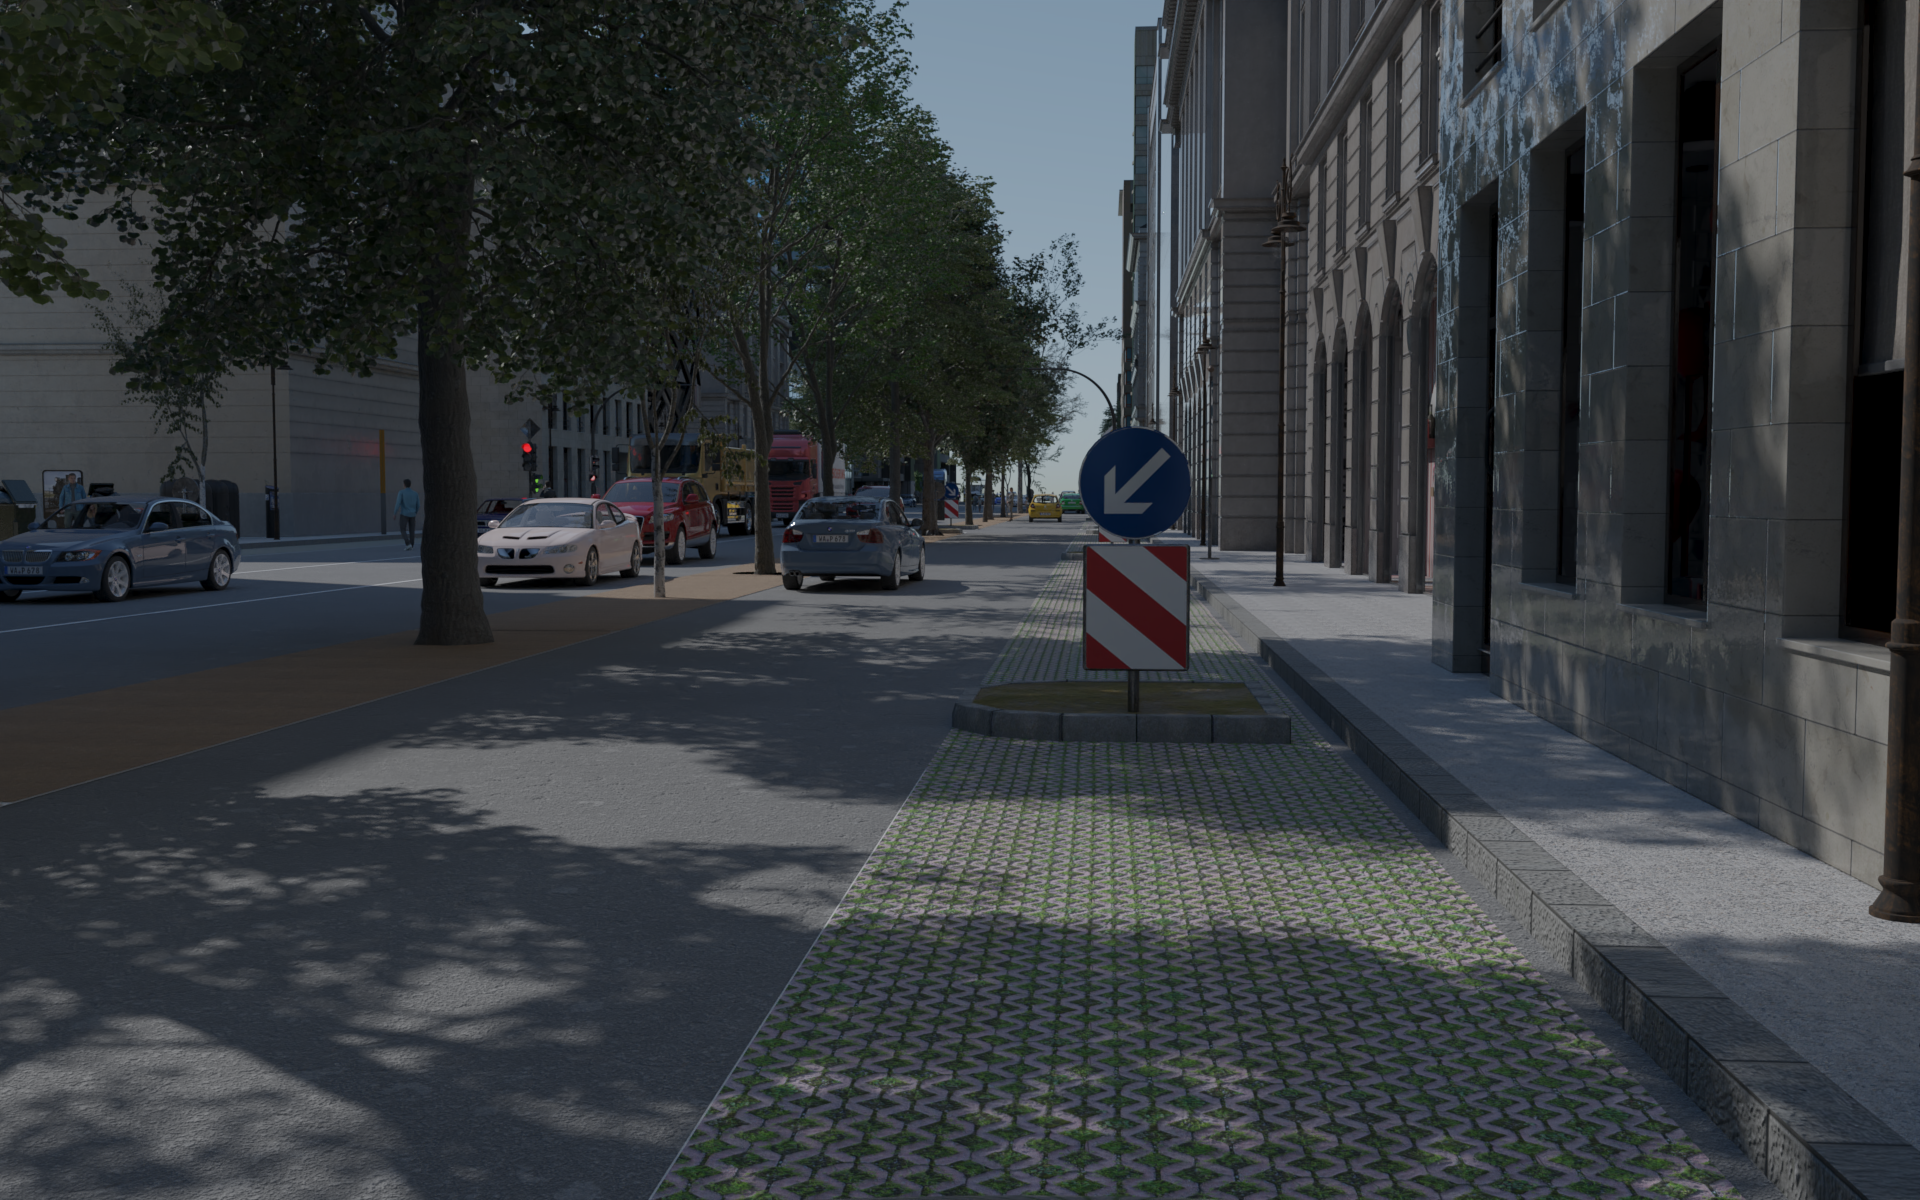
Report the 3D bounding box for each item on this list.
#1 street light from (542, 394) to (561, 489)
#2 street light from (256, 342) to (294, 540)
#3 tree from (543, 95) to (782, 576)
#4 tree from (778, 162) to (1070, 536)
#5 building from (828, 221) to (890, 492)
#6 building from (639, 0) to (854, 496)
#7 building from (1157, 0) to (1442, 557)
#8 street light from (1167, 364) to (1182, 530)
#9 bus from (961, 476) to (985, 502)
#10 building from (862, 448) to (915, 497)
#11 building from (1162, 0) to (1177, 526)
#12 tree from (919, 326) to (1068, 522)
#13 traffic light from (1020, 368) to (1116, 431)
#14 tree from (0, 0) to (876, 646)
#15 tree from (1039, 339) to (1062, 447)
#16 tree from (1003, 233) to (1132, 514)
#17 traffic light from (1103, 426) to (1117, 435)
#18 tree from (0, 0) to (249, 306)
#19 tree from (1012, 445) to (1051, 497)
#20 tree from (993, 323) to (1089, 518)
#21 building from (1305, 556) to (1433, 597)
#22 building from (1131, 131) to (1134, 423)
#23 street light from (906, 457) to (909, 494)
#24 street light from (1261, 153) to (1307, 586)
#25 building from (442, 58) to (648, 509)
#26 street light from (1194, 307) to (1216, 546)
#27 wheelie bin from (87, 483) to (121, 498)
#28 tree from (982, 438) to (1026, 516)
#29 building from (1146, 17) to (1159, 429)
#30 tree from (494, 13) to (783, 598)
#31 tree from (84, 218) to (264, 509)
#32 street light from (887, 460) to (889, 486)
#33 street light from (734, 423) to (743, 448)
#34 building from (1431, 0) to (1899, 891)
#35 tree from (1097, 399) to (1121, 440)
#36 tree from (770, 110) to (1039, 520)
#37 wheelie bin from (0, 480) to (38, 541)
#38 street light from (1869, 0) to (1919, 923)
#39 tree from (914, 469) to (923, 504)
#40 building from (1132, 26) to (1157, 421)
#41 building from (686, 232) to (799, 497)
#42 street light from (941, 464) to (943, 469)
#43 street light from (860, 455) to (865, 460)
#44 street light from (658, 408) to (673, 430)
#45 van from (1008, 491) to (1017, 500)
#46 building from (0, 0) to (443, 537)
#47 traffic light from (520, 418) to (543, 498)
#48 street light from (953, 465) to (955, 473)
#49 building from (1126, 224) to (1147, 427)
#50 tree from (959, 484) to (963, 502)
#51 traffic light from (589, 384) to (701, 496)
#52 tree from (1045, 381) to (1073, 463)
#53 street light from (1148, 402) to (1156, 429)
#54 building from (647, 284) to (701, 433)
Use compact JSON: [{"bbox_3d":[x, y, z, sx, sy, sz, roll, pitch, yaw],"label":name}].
[{"bbox_3d":[-17.208,-6.117,72.798,0.468,5.910,1.993,0,4,5],"label":"street light"},{"bbox_3d":[-19.170,-4.626,48.429,0.468,5.910,1.993,0,4,5],"label":"street light"},{"bbox_3d":[-3.558,-6.256,30.502,9.928,11.665,9.643,0,3,0],"label":"tree"},{"bbox_3d":[-1.070,-8.533,58.980,9.611,12.733,9.660,0,3,0],"label":"tree"},{"bbox_3d":[-23.839,-30.566,191.634,32.217,40.220,23.993,0,4,5],"label":"building"},{"bbox_3d":[-21.413,-51.967,162.338,22.319,86.520,31.000,0,4,5],"label":"building"},{"bbox_3d":[12.657,-12.697,49.391,13.314,21.916,24.055,0,4,5],"label":"building"},{"bbox_3d":[7.621,-5.441,61.741,0.468,5.910,1.993,0,4,5],"label":"street light"},{"bbox_3d":[2.194,-15.148,239.208,2.896,3.916,12.252,0,4,6],"label":"bus"},{"bbox_3d":[-13.207,-26.816,210.137,14.160,30.474,14.107,0,4,5],"label":"building"},{"bbox_3d":[18.751,-15.647,73.851,19.932,24.808,12.078,0,4,5],"label":"building"},{"bbox_3d":[1.223,-9.200,87.287,8.767,10.594,7.601,0,4,5],"label":"tree"},{"bbox_3d":[3.425,-5.360,62.310,4.771,5.953,1.251,0,4,5],"label":"traffic light"},{"bbox_3d":[-4.829,-6.541,16.061,9.857,13.997,8.962,0,3,0],"label":"tree"},{"bbox_3d":[1.704,-10.664,94.936,7.486,12.596,7.792,0,3,0],"label":"tree"},{"bbox_3d":[5.511,-16.270,124.359,12.611,20.169,13.585,0,3,0],"label":"tree"},{"bbox_3d":[6.174,-4.974,70.237,0.839,4.253,0.868,0,4,5],"label":"traffic light"},{"bbox_3d":[-5.577,-5.271,6.773,7.486,12.596,7.792,0,3,0],"label":"tree"},{"bbox_3d":[5.612,-11.697,144.073,4.360,8.622,3.978,0,3,0],"label":"tree"},{"bbox_3d":[2.586,-11.735,104.697,12.009,13.543,11.850,0,3,0],"label":"tree"},{"bbox_3d":[11.954,-11.227,25.357,13.314,21.916,24.055,0,4,5],"label":"building"},{"bbox_3d":[28.622,-31.887,175.981,22.147,44.769,28.867,0,4,5],"label":"building"},{"bbox_3d":[-6.218,-14.238,205.585,0.468,5.910,1.993,0,4,5],"label":"street light"},{"bbox_3d":[4.454,-3.130,23.968,0.468,5.910,1.993,0,4,5],"label":"street light"},{"bbox_3d":[-21.799,-13.787,80.171,10.420,20.320,16.860,0,4,5],"label":"building"},{"bbox_3d":[6.037,-4.285,42.855,0.468,5.910,1.993,0,4,5],"label":"street light"},{"bbox_3d":[-24.424,-2.538,49.408,0.980,1.594,0.693,-3,5,-44],"label":"wheelie bin"},{"bbox_3d":[3.057,-9.815,113.293,4.737,8.622,4.395,0,3,0],"label":"tree"},{"bbox_3d":[16.613,-16.988,95.771,12.078,24.808,19.932,0,4,5],"label":"building"},{"bbox_3d":[-4.145,-4.316,23.387,4.360,8.622,3.978,0,3,0],"label":"tree"},{"bbox_3d":[-19.991,-5.785,44.943,4.360,8.622,3.978,0,3,0],"label":"tree"},{"bbox_3d":[-7.749,-13.083,186.693,0.468,5.910,1.993,0,4,5],"label":"street light"},{"bbox_3d":[-14.137,-8.428,110.579,0.468,5.910,1.993,0,4,5],"label":"street light"},{"bbox_3d":[8.077,-9.116,3.799,10.420,20.320,16.860,0,4,5],"label":"building"},{"bbox_3d":[22.225,-19.634,227.668,9.857,13.997,8.962,0,3,0],"label":"tree"},{"bbox_3d":[-1.837,-7.939,50.386,7.486,12.596,7.792,0,3,0],"label":"tree"},{"bbox_3d":[-20.727,-1.836,37.927,0.693,1.594,0.980,1,4,15],"label":"wheelie bin"},{"bbox_3d":[2.861,-1.975,5.082,0.468,5.910,1.993,0,4,5],"label":"street light"},{"bbox_3d":[-5.456,-14.665,223.494,4.285,4.588,4.351,0,3,0],"label":"tree"},{"bbox_3d":[22.484,-28.832,155.000,14.154,41.232,14.086,0,4,5],"label":"building"},{"bbox_3d":[-20.127,-17.262,124.037,13.314,21.916,24.055,0,4,5],"label":"building"},{"bbox_3d":[-2.564,-16.989,250.550,0.468,5.910,1.993,0,4,5],"label":"street light"},{"bbox_3d":[-9.492,-11.914,167.587,0.468,5.910,1.993,0,4,5],"label":"street light"},{"bbox_3d":[-15.582,-7.272,91.681,0.468,5.910,1.993,0,4,5],"label":"street light"},{"bbox_3d":[8.093,-16.011,268.787,2.013,2.044,4.112,0,4,3],"label":"van"},{"bbox_3d":[-30.348,-16.554,58.045,23.554,28.519,14.401,0,4,5],"label":"building"},{"bbox_3d":[-15.873,-4.593,64.021,0.839,4.253,0.868,0,4,5],"label":"traffic light"},{"bbox_3d":[-0.933,-18.169,269.854,0.468,5.910,1.993,0,4,5],"label":"street light"},{"bbox_3d":[18.551,-18.707,134.745,11.050,23.489,19.941,0,4,5],"label":"building"},{"bbox_3d":[0.603,-18.445,296.181,1.663,3.219,1.824,0,3,0],"label":"tree"},{"bbox_3d":[-13.124,-5.943,71.843,4.771,5.953,1.251,0,4,5],"label":"traffic light"},{"bbox_3d":[0.311,-9.139,77.630,9.928,11.665,9.643,0,3,0],"label":"tree"},{"bbox_3d":[9.663,-6.994,87.144,0.468,5.910,1.993,0,4,5],"label":"street light"},{"bbox_3d":[-23.508,-14.112,98.180,16.820,18.784,16.811,0,4,5],"label":"building"}]
